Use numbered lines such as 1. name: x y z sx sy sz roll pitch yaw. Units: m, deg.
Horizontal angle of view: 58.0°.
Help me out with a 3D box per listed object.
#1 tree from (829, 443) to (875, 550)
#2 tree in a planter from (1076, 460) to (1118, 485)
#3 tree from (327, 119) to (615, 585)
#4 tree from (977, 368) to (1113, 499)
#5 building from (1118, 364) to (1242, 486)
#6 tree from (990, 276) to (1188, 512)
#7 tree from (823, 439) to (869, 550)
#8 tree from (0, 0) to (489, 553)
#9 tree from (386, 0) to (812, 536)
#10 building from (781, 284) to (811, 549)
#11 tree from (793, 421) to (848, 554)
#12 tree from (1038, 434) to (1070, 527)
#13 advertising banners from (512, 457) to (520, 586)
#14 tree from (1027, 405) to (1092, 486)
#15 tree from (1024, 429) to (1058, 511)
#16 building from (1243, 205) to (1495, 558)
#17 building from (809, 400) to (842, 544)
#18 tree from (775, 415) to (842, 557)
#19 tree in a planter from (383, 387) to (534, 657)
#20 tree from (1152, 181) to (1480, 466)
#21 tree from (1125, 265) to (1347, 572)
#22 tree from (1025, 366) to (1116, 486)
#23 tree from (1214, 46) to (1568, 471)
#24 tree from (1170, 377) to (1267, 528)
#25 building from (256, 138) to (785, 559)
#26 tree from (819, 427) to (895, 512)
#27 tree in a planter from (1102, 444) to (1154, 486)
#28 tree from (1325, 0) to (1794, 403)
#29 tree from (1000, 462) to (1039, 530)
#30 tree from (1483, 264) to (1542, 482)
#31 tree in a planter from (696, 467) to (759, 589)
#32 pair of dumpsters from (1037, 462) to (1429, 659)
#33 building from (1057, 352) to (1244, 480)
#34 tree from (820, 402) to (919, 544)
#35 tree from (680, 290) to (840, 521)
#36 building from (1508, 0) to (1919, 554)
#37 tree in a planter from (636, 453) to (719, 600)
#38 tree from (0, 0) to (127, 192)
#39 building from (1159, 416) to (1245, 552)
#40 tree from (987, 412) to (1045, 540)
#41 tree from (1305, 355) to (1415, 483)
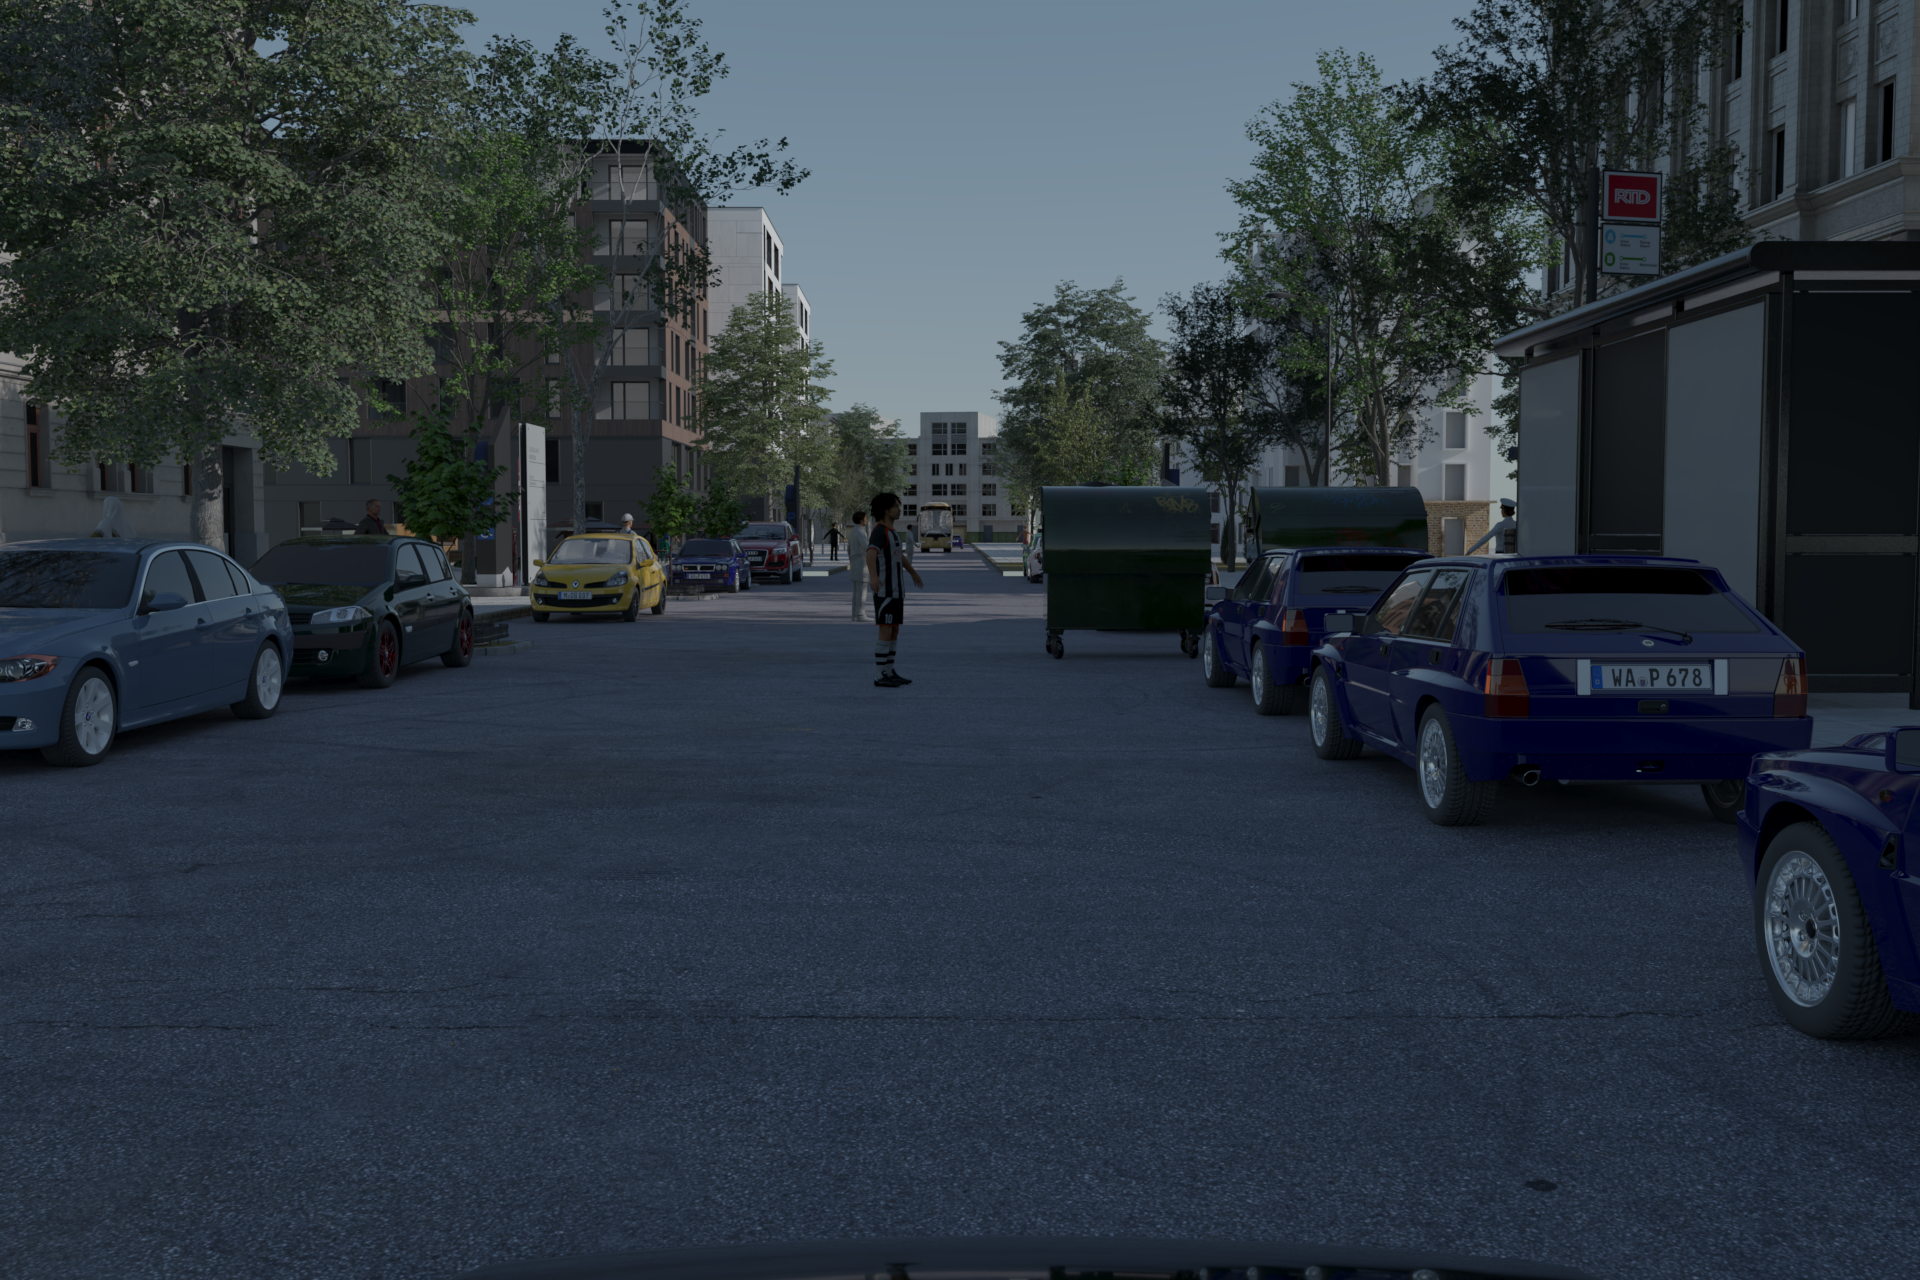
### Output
1. tree: -9.627 -11.677 141.274 4.360 8.622 3.978 0 3 0
2. tree in a planter: 3.322 -2.745 42.103 1.991 3.239 1.994 0 4 0
3. tree: -12.389 -7.217 43.754 9.928 11.665 9.643 0 3 0
4. tree: 6.471 -13.250 127.007 12.009 13.543 11.850 0 3 0
5. building: 22.434 -20.315 188.571 16.016 20.090 11.380 0 4 0
6. tree: 6.431 -10.891 84.730 9.857 13.997 8.962 0 3 0
7. tree: -9.744 -11.311 135.304 4.360 8.622 3.978 0 3 0
8. tree: -12.347 -7.419 27.950 9.857 13.997 8.962 0 3 0
9. tree: -11.671 -12.255 56.263 12.611 20.169 13.585 0 3 0
10. building: -27.093 -18.057 139.201 27.936 21.610 32.646 0 4 -1
11. tree: -8.971 -9.825 111.005 4.737 8.622 4.395 0 3 0
12. tree: 6.366 -9.566 106.764 4.737 8.622 4.395 0 3 0
13. advertising banners: -10.025 -2.610 38.862 0.090 3.025 2.074 0 4 -1
14. tree: 5.966 -8.861 95.233 4.360 8.622 3.978 0 3 0
15. tree: 6.913 -10.248 117.918 4.360 8.622 3.978 0 3 0
16. building: 22.781 -15.283 106.302 16.016 20.090 11.380 0 4 0
17. building: -25.834 -24.442 230.554 19.493 23.208 18.063 0 4 1
18. tree: -8.817 -9.088 98.946 4.360 8.622 3.978 0 3 0
19. tree in a planter: -6.336 -1.463 21.138 1.991 3.239 1.994 0 3 0
20. tree: 9.371 -6.843 46.298 8.767 10.594 7.601 0 4 -3
21. tree: 9.350 -7.561 58.042 8.767 10.594 7.601 3 5 41
22. tree: 4.911 -7.647 75.389 4.737 8.622 4.395 0 3 0
23. tree: 9.223 -6.864 37.982 9.928 11.665 9.643 0 3 0
24. tree: 11.250 -7.513 73.206 4.737 8.622 4.395 0 3 0
25. building: -26.203 -16.035 106.150 27.936 21.610 32.646 0 4 -1
26. tree: -9.123 -13.301 151.884 7.601 10.594 8.767 0 4 2
27. tree in a planter: 3.323 -2.277 34.458 1.991 3.239 1.994 0 4 1
28. tree: 9.190 -5.632 26.501 7.601 10.594 8.767 0 4 -3
29. tree: 5.872 -12.775 159.235 4.737 8.622 4.395 0 3 0
30. tree: 26.020 -10.053 71.029 9.857 13.997 8.962 0 3 0
31. tree in a planter: -6.419 -2.997 46.217 1.991 3.239 1.994 0 4 1
32. pair of dumpsters: 3.124 -0.939 20.299 4.436 2.255 1.574 0 4 0
33. building: 25.469 -22.436 210.803 27.936 21.610 32.646 0 4 0
34. tree: -8.806 -15.834 165.542 9.857 13.997 8.962 0 3 0
35. tree: -9.368 -9.975 81.224 7.486 12.596 7.792 0 3 0
36. building: 26.893 -16.575 50.590 16.754 29.471 25.880 0 4 0
37. tree in a planter: -6.414 -2.515 38.347 1.991 3.239 1.994 0 4 1
38. tree: -12.350 -6.314 13.611 12.009 13.543 11.850 0 3 0
39. building: 20.405 -11.142 124.318 9.099 9.664 28.070 0 4 0
40. tree: 5.935 -13.028 138.769 9.928 11.665 9.643 0 3 0
41. tree: 15.627 -7.110 66.612 4.737 8.622 4.395 0 3 0
